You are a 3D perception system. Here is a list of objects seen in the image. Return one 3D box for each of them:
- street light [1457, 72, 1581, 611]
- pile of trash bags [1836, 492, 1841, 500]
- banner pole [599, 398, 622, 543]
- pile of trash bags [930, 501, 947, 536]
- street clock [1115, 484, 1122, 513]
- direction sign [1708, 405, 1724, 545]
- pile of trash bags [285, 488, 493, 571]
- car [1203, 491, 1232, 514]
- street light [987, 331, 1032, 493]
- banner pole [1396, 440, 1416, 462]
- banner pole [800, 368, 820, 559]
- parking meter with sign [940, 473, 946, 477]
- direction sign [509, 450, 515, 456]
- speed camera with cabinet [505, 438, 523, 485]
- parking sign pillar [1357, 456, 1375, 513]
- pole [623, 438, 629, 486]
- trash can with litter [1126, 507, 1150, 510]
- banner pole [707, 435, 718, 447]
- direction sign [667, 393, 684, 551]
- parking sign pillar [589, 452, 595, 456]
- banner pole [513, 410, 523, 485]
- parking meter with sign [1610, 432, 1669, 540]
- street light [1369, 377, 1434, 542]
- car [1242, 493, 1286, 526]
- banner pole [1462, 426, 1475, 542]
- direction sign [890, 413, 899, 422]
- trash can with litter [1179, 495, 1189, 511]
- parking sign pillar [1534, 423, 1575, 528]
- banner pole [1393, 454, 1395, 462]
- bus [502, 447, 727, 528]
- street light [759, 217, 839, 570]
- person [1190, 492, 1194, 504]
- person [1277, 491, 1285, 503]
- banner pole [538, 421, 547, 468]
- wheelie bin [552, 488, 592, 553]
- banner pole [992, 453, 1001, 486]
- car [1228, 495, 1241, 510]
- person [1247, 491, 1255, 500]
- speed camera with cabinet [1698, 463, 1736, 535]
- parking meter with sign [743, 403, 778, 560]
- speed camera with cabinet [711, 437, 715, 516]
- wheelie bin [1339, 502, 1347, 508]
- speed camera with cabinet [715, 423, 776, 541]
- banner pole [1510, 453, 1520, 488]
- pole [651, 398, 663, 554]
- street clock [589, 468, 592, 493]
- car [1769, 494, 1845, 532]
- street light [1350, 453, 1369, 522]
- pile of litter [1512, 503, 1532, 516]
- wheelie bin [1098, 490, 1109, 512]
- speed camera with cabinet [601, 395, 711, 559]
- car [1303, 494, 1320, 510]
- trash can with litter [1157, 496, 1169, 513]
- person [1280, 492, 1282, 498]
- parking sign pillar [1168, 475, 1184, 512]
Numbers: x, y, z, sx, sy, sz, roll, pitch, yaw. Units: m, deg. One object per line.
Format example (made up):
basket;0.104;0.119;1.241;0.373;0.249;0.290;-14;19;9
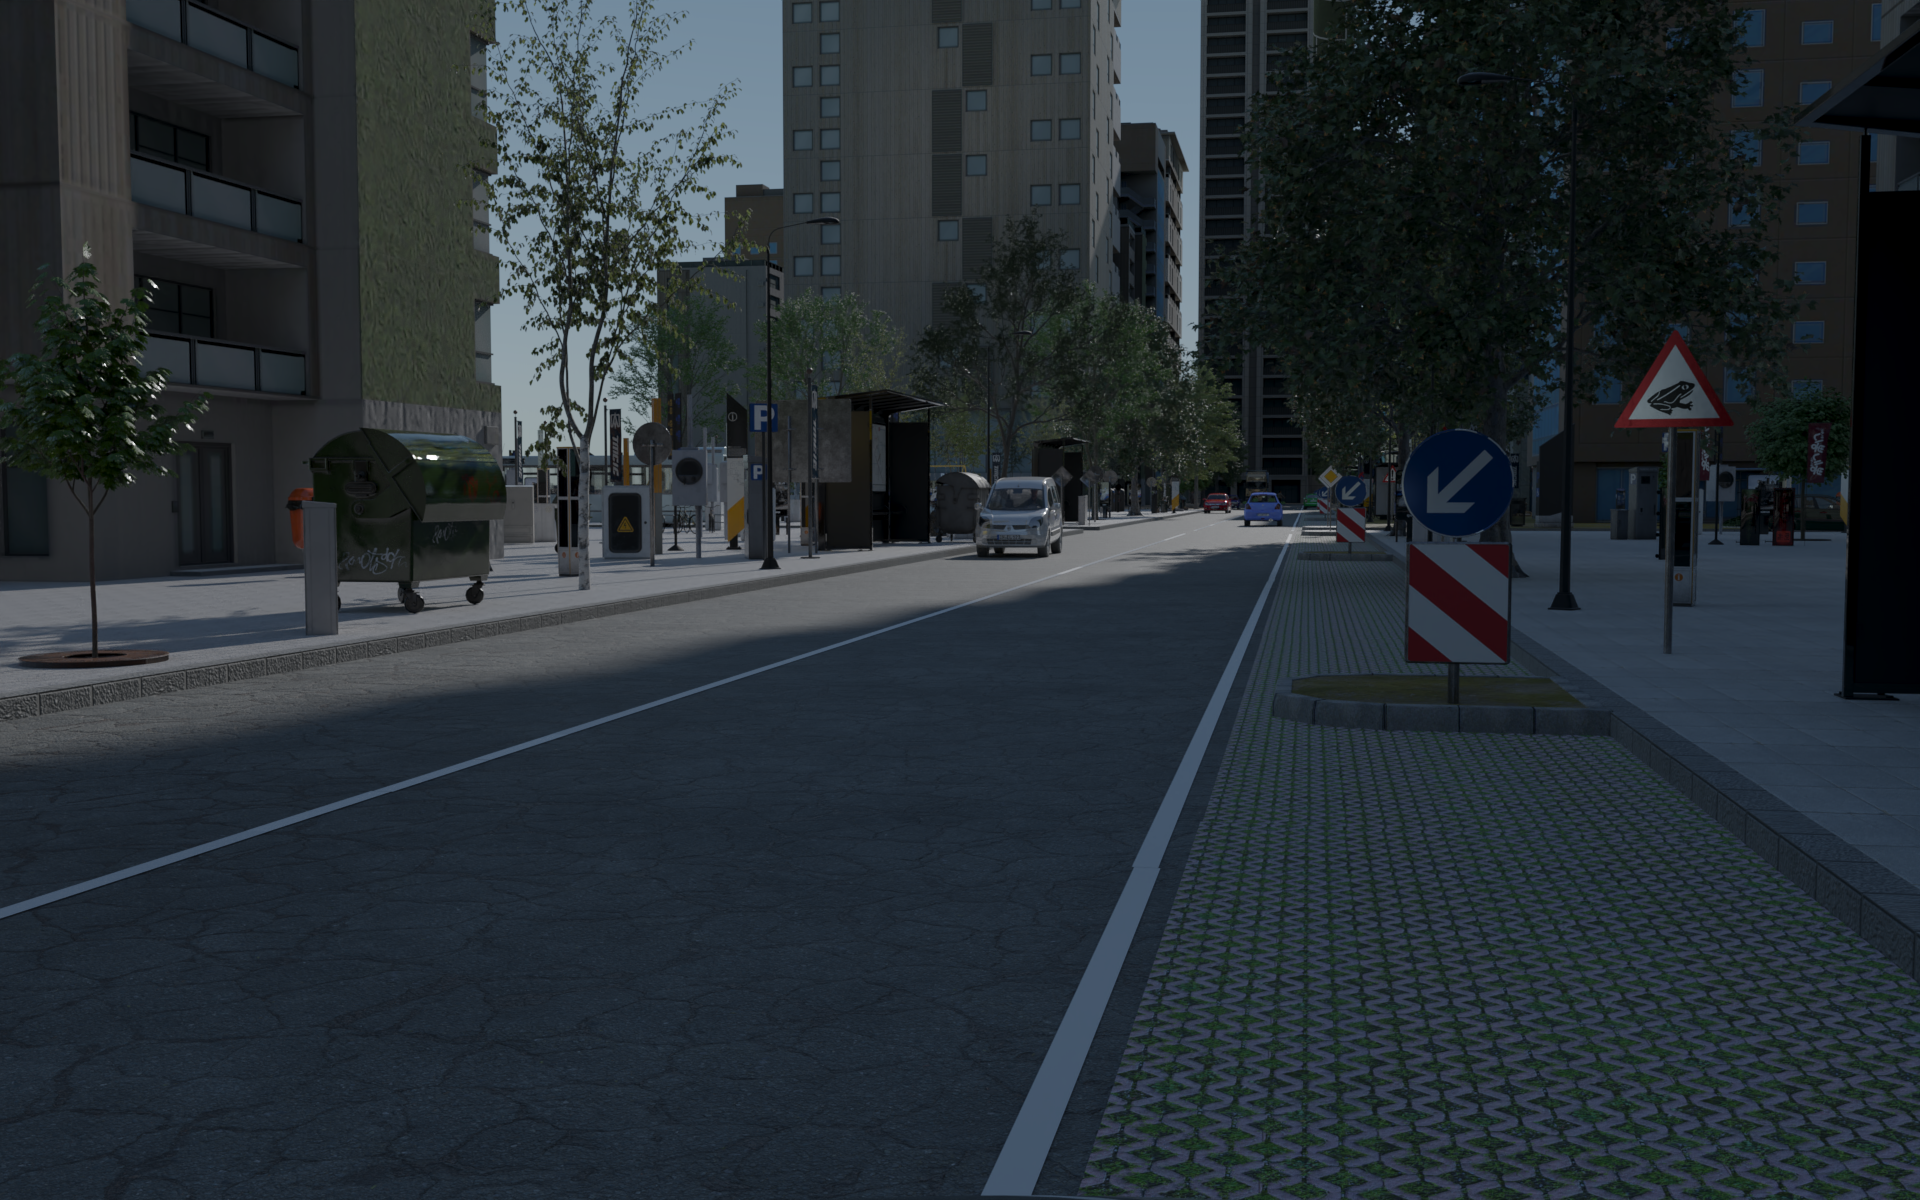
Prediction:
street light;6.180;-2.851;19.163;1.470;5.913;1.316;1;4;11
pile of trash bags;36.005;-3.599;68.595;3.447;1.369;1.912;-2;4;-24
banner pole;-9.014;-3.353;44.846;0.863;3.779;0.401;3;5;39
pile of trash bags;-0.024;-2.703;53.943;1.912;1.369;3.447;1;4;12
street clock;11.004;-7.093;120.541;0.471;2.002;0.358;0;4;-1
direction sign;19.182;-3.171;43.842;0.379;3.537;0.876;2;4;34
pile of trash bags;-9.234;-1.093;27.621;1.912;1.369;3.447;2;4;28
car;19.167;-7.325;128.804;2.155;1.783;4.494;1;4;13
street light;1.346;-4.708;49.509;1.470;5.913;1.316;1;4;11
banner pole;15.248;-4.200;58.683;0.401;3.779;0.863;-1;4;-21
banner pole;-2.941;-2.729;34.635;0.401;3.779;0.863;1;4;10
parking meter with sign;-0.824;-9.028;143.874;0.543;3.016;1.738;3;5;44
direction sign;-23.038;-5.943;89.165;0.379;3.537;0.876;0;4;5
speed camera with cabinet;-16.027;-4.137;61.980;0.660;3.252;2.038;-1;4;-18
parking sign pillar;28.079;-8.016;119.532;1.447;3.967;1.447;1;4;20
pole;-12.116;-4.226;62.932;0.158;3.312;0.155;0;3;0
trash can with litter;14.879;-8.080;143.169;2.233;1.210;1.678;2;4;24
banner pole;-10.551;-5.139;74.038;0.863;3.779;0.401;3;5;42
direction sign;-6.437;-2.883;39.131;0.379;3.537;0.876;-2;4;-28
parking sign pillar;-22.005;-7.129;105.039;1.447;3.967;1.447;-1;4;-12
banner pole;-13.224;-3.785;51.901;0.401;3.779;0.863;0;4;3
parking meter with sign;19.233;-3.214;48.808;1.738;3.016;0.543;-1;4;-13
street light;10.196;-4.093;39.467;1.470;5.913;1.316;1;4;11
car;13.735;-4.203;78.308;1.945;1.707;3.694;1;4;11
banner pole;13.676;-3.463;46.634;0.863;3.779;0.401;-1;4;-19
direction sign;-1.804;-3.312;46.147;0.379;3.537;0.876;-2;4;-25
trash can with litter;17.486;-7.552;134.861;0.624;1.170;1.055;-1;4;-22
parking sign pillar;22.714;-4.749;66.114;1.447;3.967;1.447;0;4;1
banner pole;25.257;-6.737;100.175;0.863;3.779;0.401;-1;4;-22
bus;-15.452;-4.607;70.188;13.247;3.499;2.948;1;4;12
street light;-2.711;-3.472;29.300;1.470;5.913;1.316;1;4;11
person;29.904;-13.102;223.265;0.990;1.755;0.434;-3;5;-45
person;39.137;-12.442;211.934;1.348;1.823;0.705;3;5;40
banner pole;-14.267;-4.237;59.285;0.401;3.779;0.863;-3;4;-38
wheelie bin;-8.327;-1.792;37.207;0.693;1.594;0.980;-3;4;-37
banner pole;1.775;-6.227;91.834;0.863;3.779;0.401;1;4;14
car;24.604;-8.854;157.345;1.945;1.354;3.894;1;4;11
person;26.859;-9.163;158.837;1.217;1.766;0.721;3;5;41
speed camera with cabinet;23.407;-3.694;54.735;2.038;3.252;0.660;0;4;-8
parking meter with sign;-3.997;-2.321;34.207;0.543;3.016;1.738;-1;4;-15
speed camera with cabinet;-7.057;-3.527;51.997;2.038;3.252;0.660;-2;4;-28
wheelie bin;28.705;-7.446;129.652;0.693;1.594;0.980;0;4;8
speed camera with cabinet;-5.873;-3.274;47.874;0.660;3.252;2.038;-3;5;-39
banner pole;29.844;-6.345;93.752;0.863;3.779;0.401;1;4;11
pole;-6.449;-2.631;36.864;0.158;3.312;0.155;0;3;0
street clock;-9.423;-2.370;43.327;0.358;2.002;0.471;1;4;21
car;30.144;-3.110;60.638;4.222;1.686;2.009;1;4;13
street light;14.258;-5.329;59.675;1.470;5.913;1.316;1;4;11
pile of litter;32.450;-5.246;99.744;1.719;0.858;1.176;3;4;36
wheelie bin;10.104;-6.966;121.799;0.980;1.594;0.693;3;4;37
speed camera with cabinet;-6.040;-2.443;34.278;2.038;3.252;0.660;0;4;-5
car;32.244;-9.113;157.799;1.959;1.807;4.718;1;4;13
trash can with litter;13.675;-6.518;117.954;1.055;1.170;0.624;2;4;26
person;40.274;-12.801;217.757;0.705;1.831;1.348;0;4;3
parking sign pillar;15.835;-8.532;127.976;1.447;3.967;1.447;1;4;14
